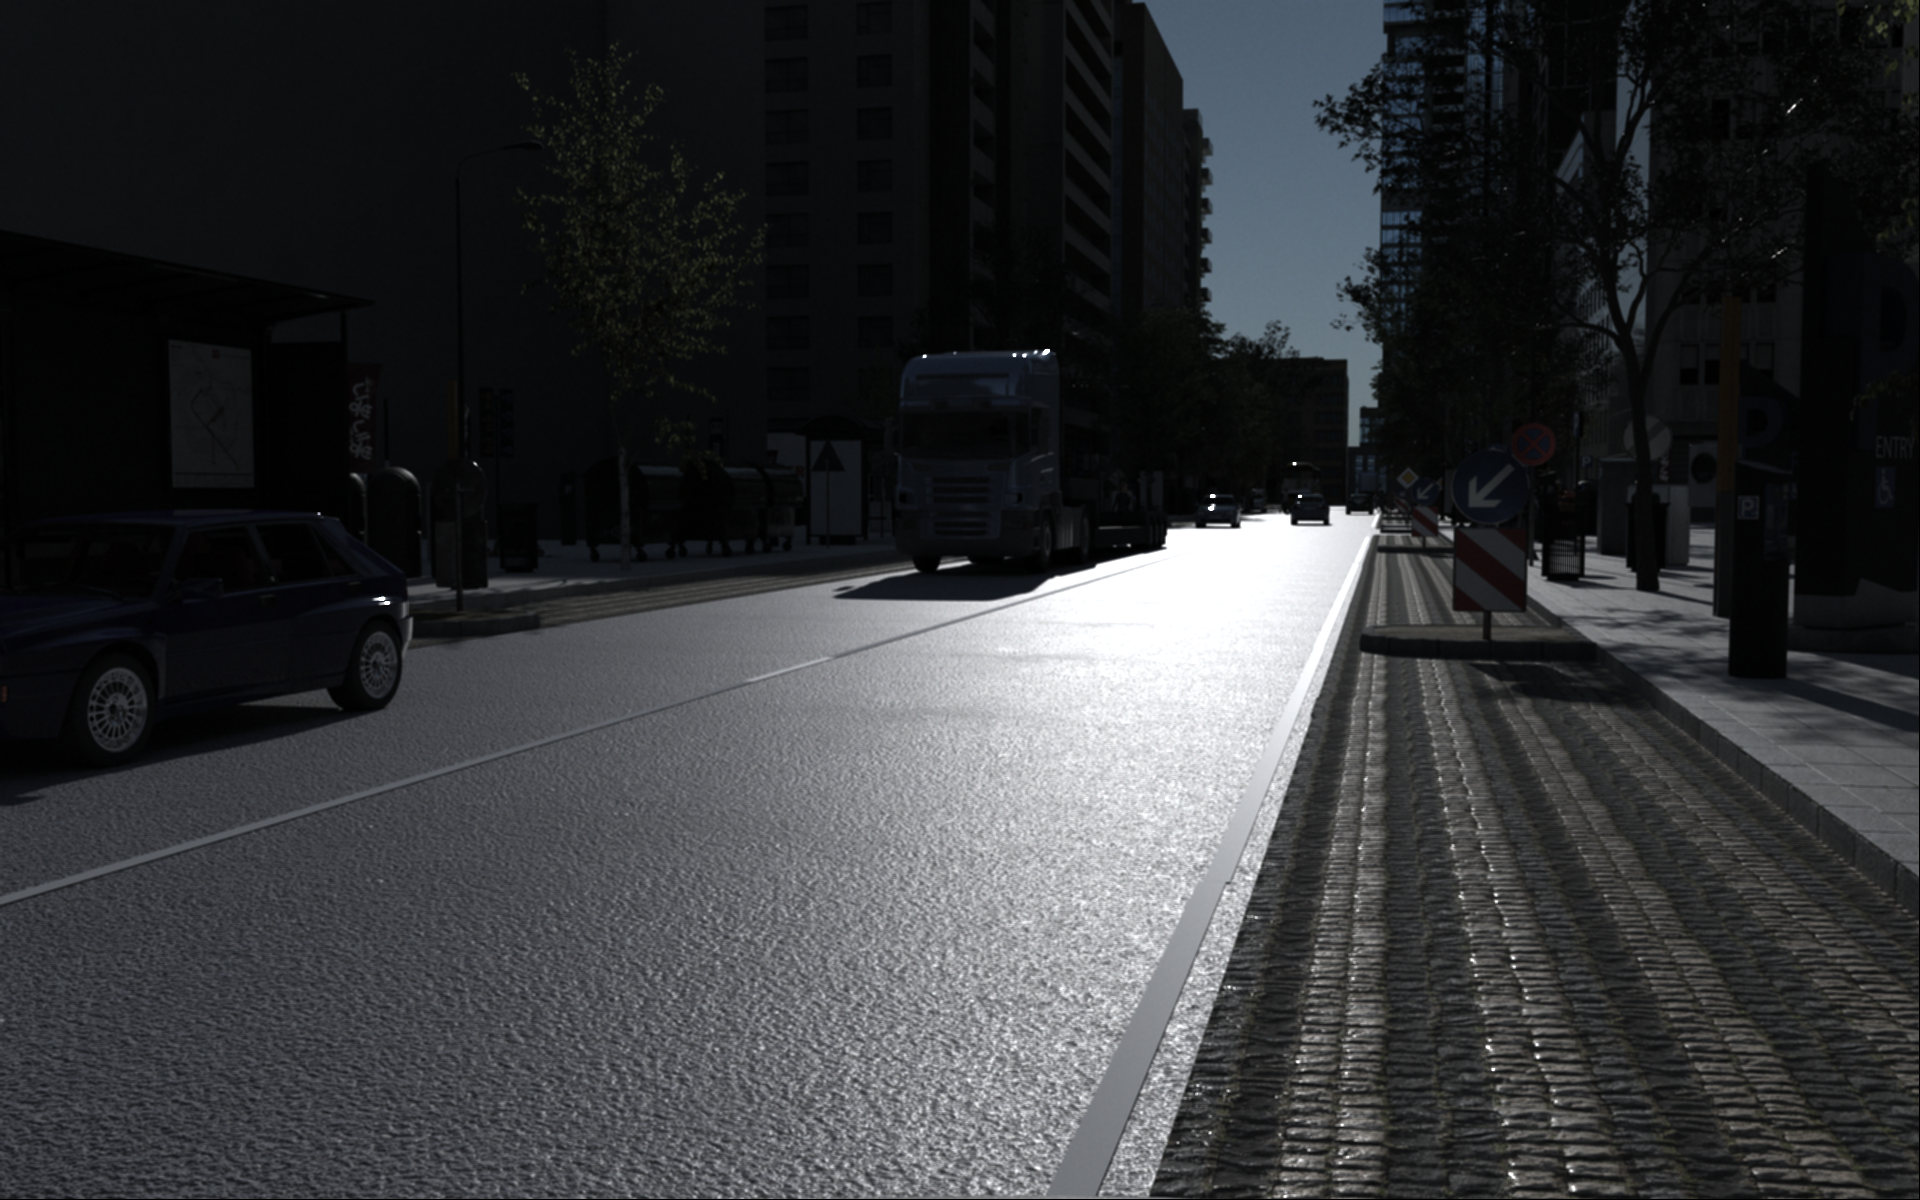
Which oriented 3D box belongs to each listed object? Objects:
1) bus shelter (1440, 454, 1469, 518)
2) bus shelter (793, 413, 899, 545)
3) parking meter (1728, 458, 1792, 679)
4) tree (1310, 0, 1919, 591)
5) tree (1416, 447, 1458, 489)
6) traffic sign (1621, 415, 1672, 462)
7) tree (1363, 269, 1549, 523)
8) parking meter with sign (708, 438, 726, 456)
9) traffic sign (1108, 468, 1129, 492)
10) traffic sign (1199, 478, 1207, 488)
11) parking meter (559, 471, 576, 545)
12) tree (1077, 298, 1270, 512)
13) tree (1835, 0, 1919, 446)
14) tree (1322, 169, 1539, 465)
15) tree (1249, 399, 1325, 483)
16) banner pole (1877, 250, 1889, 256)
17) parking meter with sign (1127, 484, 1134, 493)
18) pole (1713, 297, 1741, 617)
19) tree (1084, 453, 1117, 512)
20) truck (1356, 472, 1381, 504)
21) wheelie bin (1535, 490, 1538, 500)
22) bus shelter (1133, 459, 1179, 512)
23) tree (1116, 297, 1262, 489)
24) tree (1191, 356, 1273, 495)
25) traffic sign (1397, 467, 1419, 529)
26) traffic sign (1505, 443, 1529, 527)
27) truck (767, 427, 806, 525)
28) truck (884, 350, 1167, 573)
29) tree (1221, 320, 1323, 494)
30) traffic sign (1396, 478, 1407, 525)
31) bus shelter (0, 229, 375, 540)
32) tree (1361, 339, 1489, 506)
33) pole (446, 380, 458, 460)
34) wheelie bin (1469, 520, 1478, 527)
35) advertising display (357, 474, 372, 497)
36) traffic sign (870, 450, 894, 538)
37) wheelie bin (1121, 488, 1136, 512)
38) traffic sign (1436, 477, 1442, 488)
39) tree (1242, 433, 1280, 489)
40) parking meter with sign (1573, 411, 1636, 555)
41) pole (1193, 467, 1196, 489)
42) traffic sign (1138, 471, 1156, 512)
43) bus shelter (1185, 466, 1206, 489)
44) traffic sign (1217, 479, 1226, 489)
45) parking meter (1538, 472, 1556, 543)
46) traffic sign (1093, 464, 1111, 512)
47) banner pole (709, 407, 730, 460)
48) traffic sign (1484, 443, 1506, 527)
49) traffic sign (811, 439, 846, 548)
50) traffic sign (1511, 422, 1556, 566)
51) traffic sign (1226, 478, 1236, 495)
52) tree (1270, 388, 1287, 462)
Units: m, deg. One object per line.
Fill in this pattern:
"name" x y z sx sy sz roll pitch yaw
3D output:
"bus shelter" 26.063 -5.887 90.176 2.014 3.302 5.546 1 4 14
"bus shelter" -2.539 -3.175 45.831 2.014 3.302 5.546 1 4 14
"parking meter" 5.613 -0.229 12.149 0.372 1.533 0.369 0 3 0
"tree" 9.184 -5.423 23.073 8.767 10.594 7.601 0 4 1
"tree" 33.620 -8.416 121.311 4.285 4.588 4.351 0 3 0
"traffic sign" 11.019 -1.697 27.857 0.768 2.556 0.104 1 4 16
"tree" 22.231 -9.282 77.510 9.928 11.665 9.643 0 3 0
"parking meter with sign" -7.681 -3.492 53.359 0.543 3.016 1.738 0 4 6
"traffic sign" 6.093 -3.854 66.653 0.795 2.450 0.064 1 4 14
"traffic sign" 18.972 -8.286 135.577 0.768 2.556 0.104 1 4 14
"parking meter" -9.817 -2.300 43.312 0.399 1.863 0.255 -1 4 -21
"tree" 10.004 -10.135 91.469 9.928 11.665 9.643 0 3 0
"tree" 6.393 -3.598 9.194 4.360 8.622 3.978 0 3 0
"tree" 28.524 -15.143 103.479 12.611 20.169 13.585 0 3 0
"tree" 40.203 -18.706 216.205 12.009 13.543 11.850 0 3 0
"banner pole" 9.357 -1.715 18.058 0.401 3.779 0.863 -1 4 -20
"parking meter with sign" 12.584 -8.132 129.220 1.738 3.016 0.543 0 4 -7
"pole" 7.995 -1.481 18.050 0.158 3.312 0.155 0 3 0
"tree" 6.911 -5.376 82.497 1.663 3.219 1.824 0 3 0
"truck" 48.482 -13.204 205.636 2.967 4.110 18.799 1 4 13
"wheelie bin" 39.741 -6.830 119.572 0.693 1.594 0.980 0 4 5
"bus shelter" 11.632 -6.654 102.712 2.014 3.302 5.546 1 4 14
"tree" 14.515 -12.558 111.985 9.857 13.997 8.962 0 3 0
"tree" 22.036 -13.760 143.103 7.486 12.596 7.792 0 3 0
"traffic sign" 16.570 -3.695 64.057 0.795 2.450 0.064 1 4 14
"traffic sign" 13.066 -2.463 40.381 0.768 2.556 0.104 2 4 23
"truck" -9.937 -5.264 74.972 11.283 4.237 2.839 1 4 16
"truck" 2.148 -2.969 38.310 2.967 4.110 18.799 1 4 14
"tree" 34.067 -20.221 186.507 12.611 20.169 13.585 0 3 0
"traffic sign" 18.483 -4.169 71.810 0.795 2.450 0.064 1 4 14
"bus shelter" -8.674 -1.657 18.374 1.731 3.624 6.357 1 4 14
"tree" 35.828 -13.865 133.344 9.857 13.997 8.962 0 3 0
"pole" -9.101 -2.279 31.103 0.158 3.312 0.155 0 3 0
"wheelie bin" 18.307 -3.238 60.854 0.980 1.594 0.693 3 5 44
"advertising display" -15.438 -2.422 44.811 0.123 1.923 0.974 -3 5 -40
"traffic sign" -2.264 -3.060 50.139 0.768 2.556 0.104 1 4 23
"wheelie bin" 8.655 -5.006 89.751 0.980 1.594 0.693 1 4 17
"traffic sign" 31.974 -6.957 114.937 0.795 2.450 0.064 1 4 18
"tree" 28.551 -13.170 165.690 4.360 8.622 3.978 0 3 0
"parking meter with sign" 13.850 -2.460 36.475 1.738 3.016 0.543 0 4 7
"pole" 16.354 -7.761 120.735 0.158 3.312 0.155 0 3 0
"traffic sign" 8.007 -4.328 74.407 0.795 2.450 0.064 1 4 14
"bus shelter" 16.989 -8.136 126.952 2.014 3.302 5.546 1 4 14
"traffic sign" 22.412 -9.067 148.352 0.768 2.556 0.104 1 4 22
"parking meter" 15.267 -2.407 45.066 0.399 1.863 0.255 -1 4 -16
"traffic sign" 6.072 -4.532 74.207 0.768 2.556 0.104 1 4 19
"banner pole" -6.894 -3.670 50.015 0.863 3.779 0.401 2 4 26
"traffic sign" 13.463 -2.659 43.587 0.768 2.556 0.104 1 4 19
"traffic sign" -3.108 -2.493 40.761 0.884 2.594 0.081 1 4 21
"traffic sign" 10.192 -1.879 30.829 0.768 2.556 0.104 1 4 18
"traffic sign" 21.625 -8.450 138.267 0.768 2.556 0.104 1 4 15
"tree" 25.448 -14.068 155.774 9.928 11.665 9.643 0 3 0
